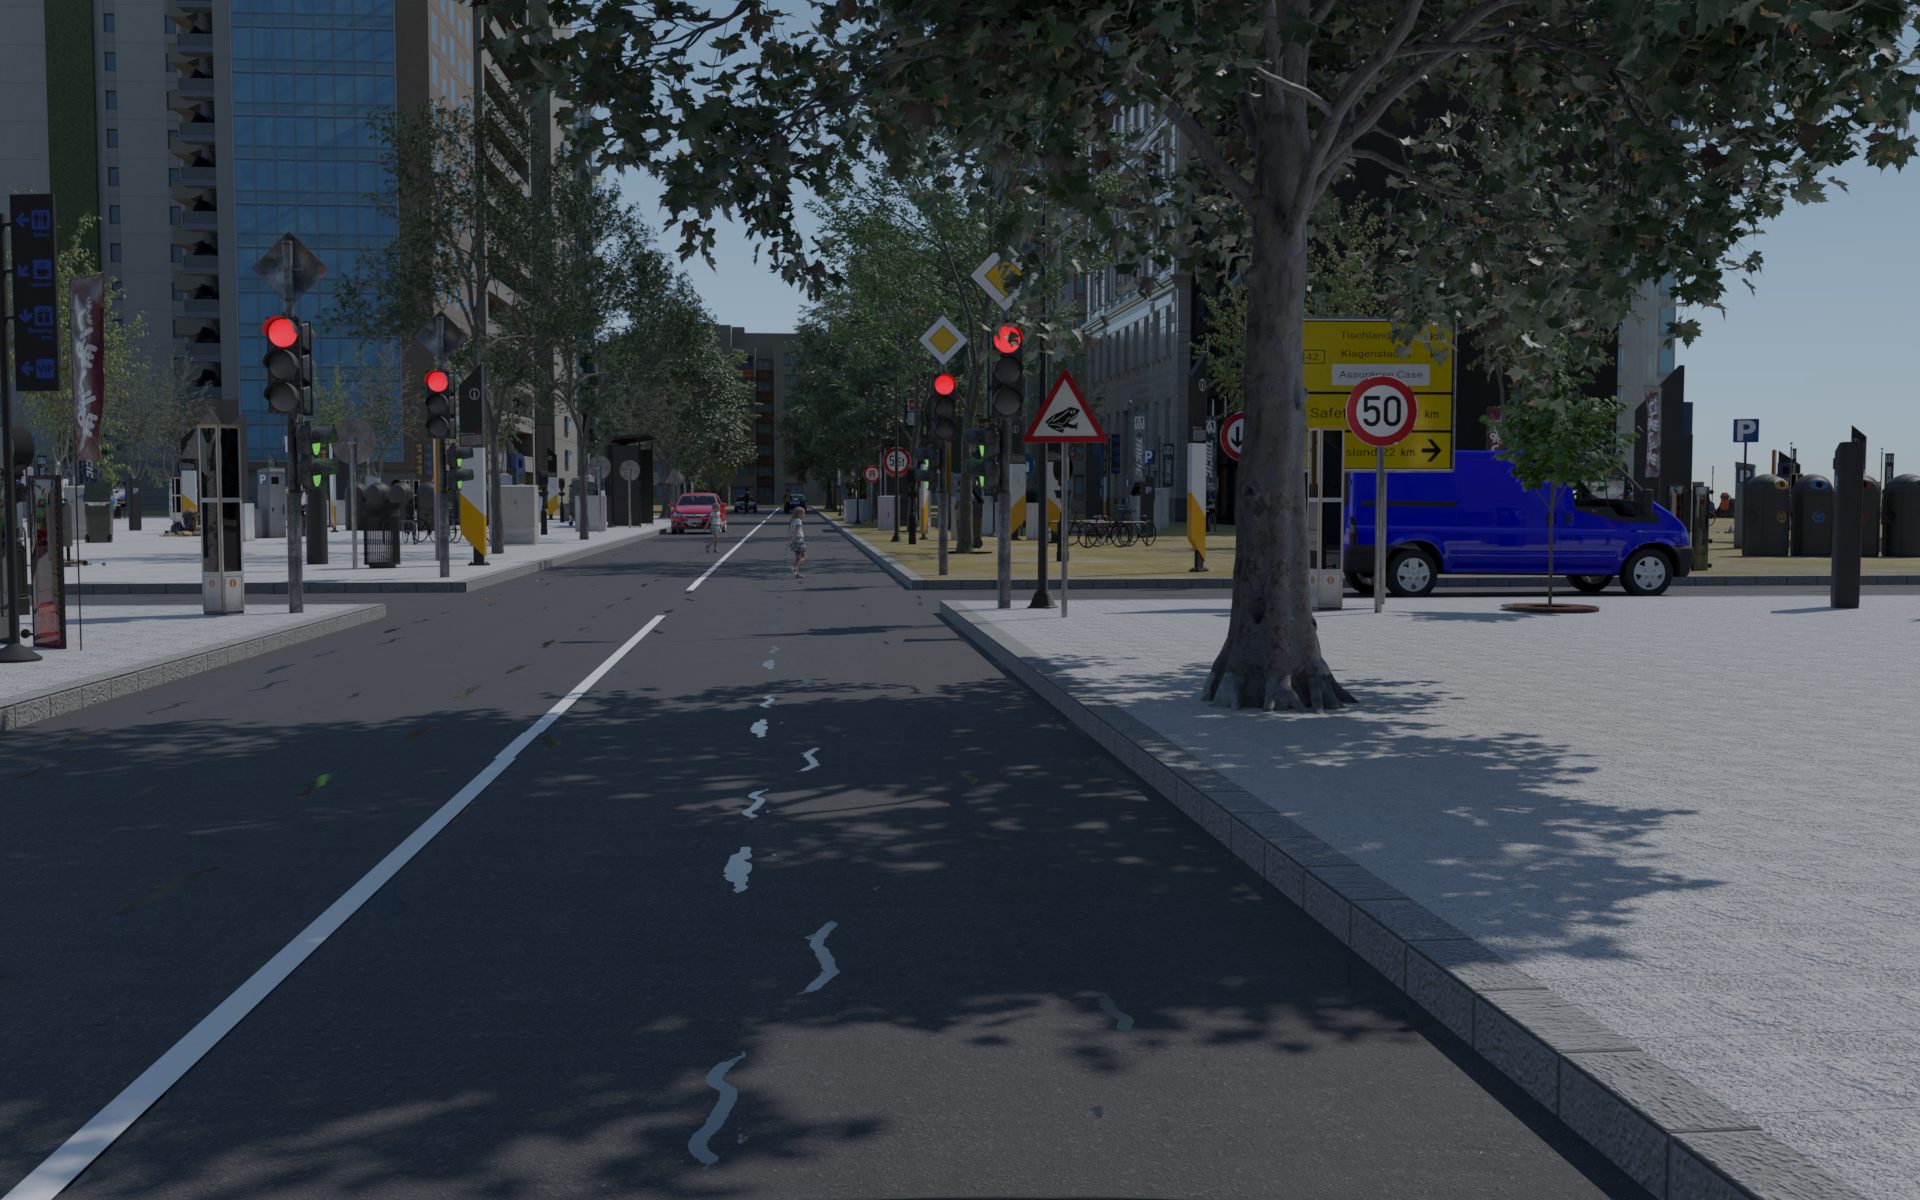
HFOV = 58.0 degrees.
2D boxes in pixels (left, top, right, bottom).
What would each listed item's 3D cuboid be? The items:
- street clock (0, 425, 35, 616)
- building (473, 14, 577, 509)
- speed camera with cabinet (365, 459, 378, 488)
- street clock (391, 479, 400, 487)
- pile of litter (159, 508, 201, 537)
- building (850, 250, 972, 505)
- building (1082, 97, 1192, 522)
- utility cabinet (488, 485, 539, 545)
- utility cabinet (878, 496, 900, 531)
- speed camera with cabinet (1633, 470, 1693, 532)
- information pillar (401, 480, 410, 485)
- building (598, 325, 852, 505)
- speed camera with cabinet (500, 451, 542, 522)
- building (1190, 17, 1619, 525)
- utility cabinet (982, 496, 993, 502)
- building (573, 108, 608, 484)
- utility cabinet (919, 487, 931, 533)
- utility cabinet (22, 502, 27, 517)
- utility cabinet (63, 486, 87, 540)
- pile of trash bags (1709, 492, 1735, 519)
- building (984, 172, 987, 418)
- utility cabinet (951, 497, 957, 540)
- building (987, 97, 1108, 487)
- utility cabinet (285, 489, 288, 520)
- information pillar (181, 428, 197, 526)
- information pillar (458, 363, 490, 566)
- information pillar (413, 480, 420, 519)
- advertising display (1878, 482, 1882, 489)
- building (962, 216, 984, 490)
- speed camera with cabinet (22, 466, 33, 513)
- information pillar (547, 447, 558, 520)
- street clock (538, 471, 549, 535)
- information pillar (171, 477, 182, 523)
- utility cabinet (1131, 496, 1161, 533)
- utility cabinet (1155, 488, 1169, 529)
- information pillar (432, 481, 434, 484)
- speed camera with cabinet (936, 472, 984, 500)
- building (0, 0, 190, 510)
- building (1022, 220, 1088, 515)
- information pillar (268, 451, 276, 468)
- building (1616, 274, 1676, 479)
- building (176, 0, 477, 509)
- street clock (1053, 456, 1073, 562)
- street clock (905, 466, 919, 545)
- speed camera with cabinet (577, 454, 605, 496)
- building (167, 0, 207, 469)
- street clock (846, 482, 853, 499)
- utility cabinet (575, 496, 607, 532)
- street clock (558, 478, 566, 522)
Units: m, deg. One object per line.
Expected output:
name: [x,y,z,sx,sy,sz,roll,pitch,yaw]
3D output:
street clock: [-9.997,-0.839,18.291,0.471,2.002,0.358,2,4,29]
building: [-45.383,-32.179,149.825,21.600,48.544,21.300,0,4,-5]
speed camera with cabinet: [-29.533,-5.685,87.279,0.660,3.252,2.038,-2,4,-24]
street clock: [-27.851,-4.954,85.569,0.471,2.002,0.358,-2,4,-29]
pile of litter: [-23.347,-2.361,52.568,1.719,0.858,1.176,0,4,-6]
building: [-6.057,-26.631,207.118,14.107,30.474,14.160,0,4,-5]
building: [14.250,-17.936,90.520,12.463,27.353,25.104,0,4,-5]
utility cabinet: [-11.139,-2.112,43.213,1.173,1.500,0.318,0,4,6]
utility cabinet: [-2.518,-3.054,61.087,0.306,1.237,1.020,-3,4,-36]
speed camera with cabinet: [24.109,-3.972,59.281,2.038,3.252,0.660,-1,4,-11]
information pillar: [-28.897,-5.247,90.282,0.304,2.012,0.304,2,4,25]
building: [-28.139,-22.469,212.411,28.899,21.520,27.650,0,4,-5]
speed camera with cabinet: [-20.159,-5.188,79.162,2.038,3.252,0.660,-2,4,-26]
building: [17.242,-14.723,70.403,12.332,23.373,15.834,0,4,-5]
utility cabinet: [0.568,-2.837,57.540,1.020,1.237,0.306,1,4,16]
building: [-57.448,-35.884,206.309,30.456,49.044,23.786,0,4,-5]
utility cabinet: [-1.137,-2.949,56.894,0.318,1.500,1.173,0,4,3]
utility cabinet: [-50.933,-5.233,94.233,0.318,1.500,1.173,1,4,16]
utility cabinet: [-24.580,-2.388,47.720,1.173,1.500,0.318,-2,4,-34]
pile of trash bags: [40.429,-5.035,92.079,1.912,1.369,3.447,1,4,14]
building: [8.964,-29.042,158.424,14.154,41.232,14.086,0,4,-5]
utility cabinet: [-0.042,-2.273,48.317,0.306,1.237,1.020,1,4,9]
building: [9.913,-30.215,144.124,14.600,45.320,14.200,0,4,-5]
utility cabinet: [-32.398,-4.570,83.398,1.173,1.500,0.318,1,4,9]
information pillar: [-27.295,-4.281,61.349,0.504,3.616,0.183,0,4,-2]
information pillar: [-8.723,-2.427,31.043,0.504,3.616,0.183,1,4,16]
information pillar: [-28.013,-5.189,89.331,0.304,2.012,0.304,-1,4,-10]
advertising display: [46.762,-5.122,88.953,0.974,1.923,0.123,2,4,29]
building: [12.021,-32.171,217.872,23.993,40.220,32.217,0,4,-5]
speed camera with cabinet: [-31.601,-3.854,57.341,2.038,3.252,0.660,2,4,26]
information pillar: [-20.172,-5.768,85.654,0.504,3.616,0.183,-1,4,-15]
street clock: [-13.058,-3.043,54.320,0.358,2.002,0.471,-2,4,-25]
information pillar: [-34.684,-4.416,76.697,0.304,2.012,0.304,3,5,39]
utility cabinet: [6.112,-2.801,56.959,1.020,1.237,0.306,-2,4,-31]
utility cabinet: [7.207,-3.357,63.571,0.318,1.500,1.173,-2,4,-27]
information pillar: [-29.006,-5.591,95.899,0.304,2.012,0.304,3,5,39]
speed camera with cabinet: [0.019,-4.786,72.582,2.038,3.252,0.660,-2,4,-27]
building: [-70.932,-37.019,147.256,28.212,58.520,21.231,0,4,-5]
building: [19.291,-17.029,123.456,27.650,21.520,28.899,0,4,-5]
information pillar: [-37.605,-6.322,94.724,0.504,3.616,0.183,1,4,22]
building: [48.018,-32.881,157.218,30.456,49.044,23.786,0,4,-5]
building: [-38.145,-27.908,106.411,14.600,45.320,14.200,0,4,-5]
street clock: [1.956,-1.733,32.911,0.358,2.002,0.471,2,4,26]
street clock: [-1.212,-2.416,44.066,0.358,2.002,0.471,0,4,4]
speed camera with cabinet: [-17.960,-5.561,85.266,0.660,3.252,2.038,2,4,28]
building: [-43.200,-30.612,124.200,21.300,48.544,21.600,0,4,-5]
street clock: [-6.057,-5.552,95.343,0.358,2.002,0.471,-3,5,-39]
utility cabinet: [-13.325,-3.145,62.575,1.020,1.237,0.306,1,4,11]
street clock: [-17.984,-4.505,78.229,0.358,2.002,0.471,-1,4,-21]
